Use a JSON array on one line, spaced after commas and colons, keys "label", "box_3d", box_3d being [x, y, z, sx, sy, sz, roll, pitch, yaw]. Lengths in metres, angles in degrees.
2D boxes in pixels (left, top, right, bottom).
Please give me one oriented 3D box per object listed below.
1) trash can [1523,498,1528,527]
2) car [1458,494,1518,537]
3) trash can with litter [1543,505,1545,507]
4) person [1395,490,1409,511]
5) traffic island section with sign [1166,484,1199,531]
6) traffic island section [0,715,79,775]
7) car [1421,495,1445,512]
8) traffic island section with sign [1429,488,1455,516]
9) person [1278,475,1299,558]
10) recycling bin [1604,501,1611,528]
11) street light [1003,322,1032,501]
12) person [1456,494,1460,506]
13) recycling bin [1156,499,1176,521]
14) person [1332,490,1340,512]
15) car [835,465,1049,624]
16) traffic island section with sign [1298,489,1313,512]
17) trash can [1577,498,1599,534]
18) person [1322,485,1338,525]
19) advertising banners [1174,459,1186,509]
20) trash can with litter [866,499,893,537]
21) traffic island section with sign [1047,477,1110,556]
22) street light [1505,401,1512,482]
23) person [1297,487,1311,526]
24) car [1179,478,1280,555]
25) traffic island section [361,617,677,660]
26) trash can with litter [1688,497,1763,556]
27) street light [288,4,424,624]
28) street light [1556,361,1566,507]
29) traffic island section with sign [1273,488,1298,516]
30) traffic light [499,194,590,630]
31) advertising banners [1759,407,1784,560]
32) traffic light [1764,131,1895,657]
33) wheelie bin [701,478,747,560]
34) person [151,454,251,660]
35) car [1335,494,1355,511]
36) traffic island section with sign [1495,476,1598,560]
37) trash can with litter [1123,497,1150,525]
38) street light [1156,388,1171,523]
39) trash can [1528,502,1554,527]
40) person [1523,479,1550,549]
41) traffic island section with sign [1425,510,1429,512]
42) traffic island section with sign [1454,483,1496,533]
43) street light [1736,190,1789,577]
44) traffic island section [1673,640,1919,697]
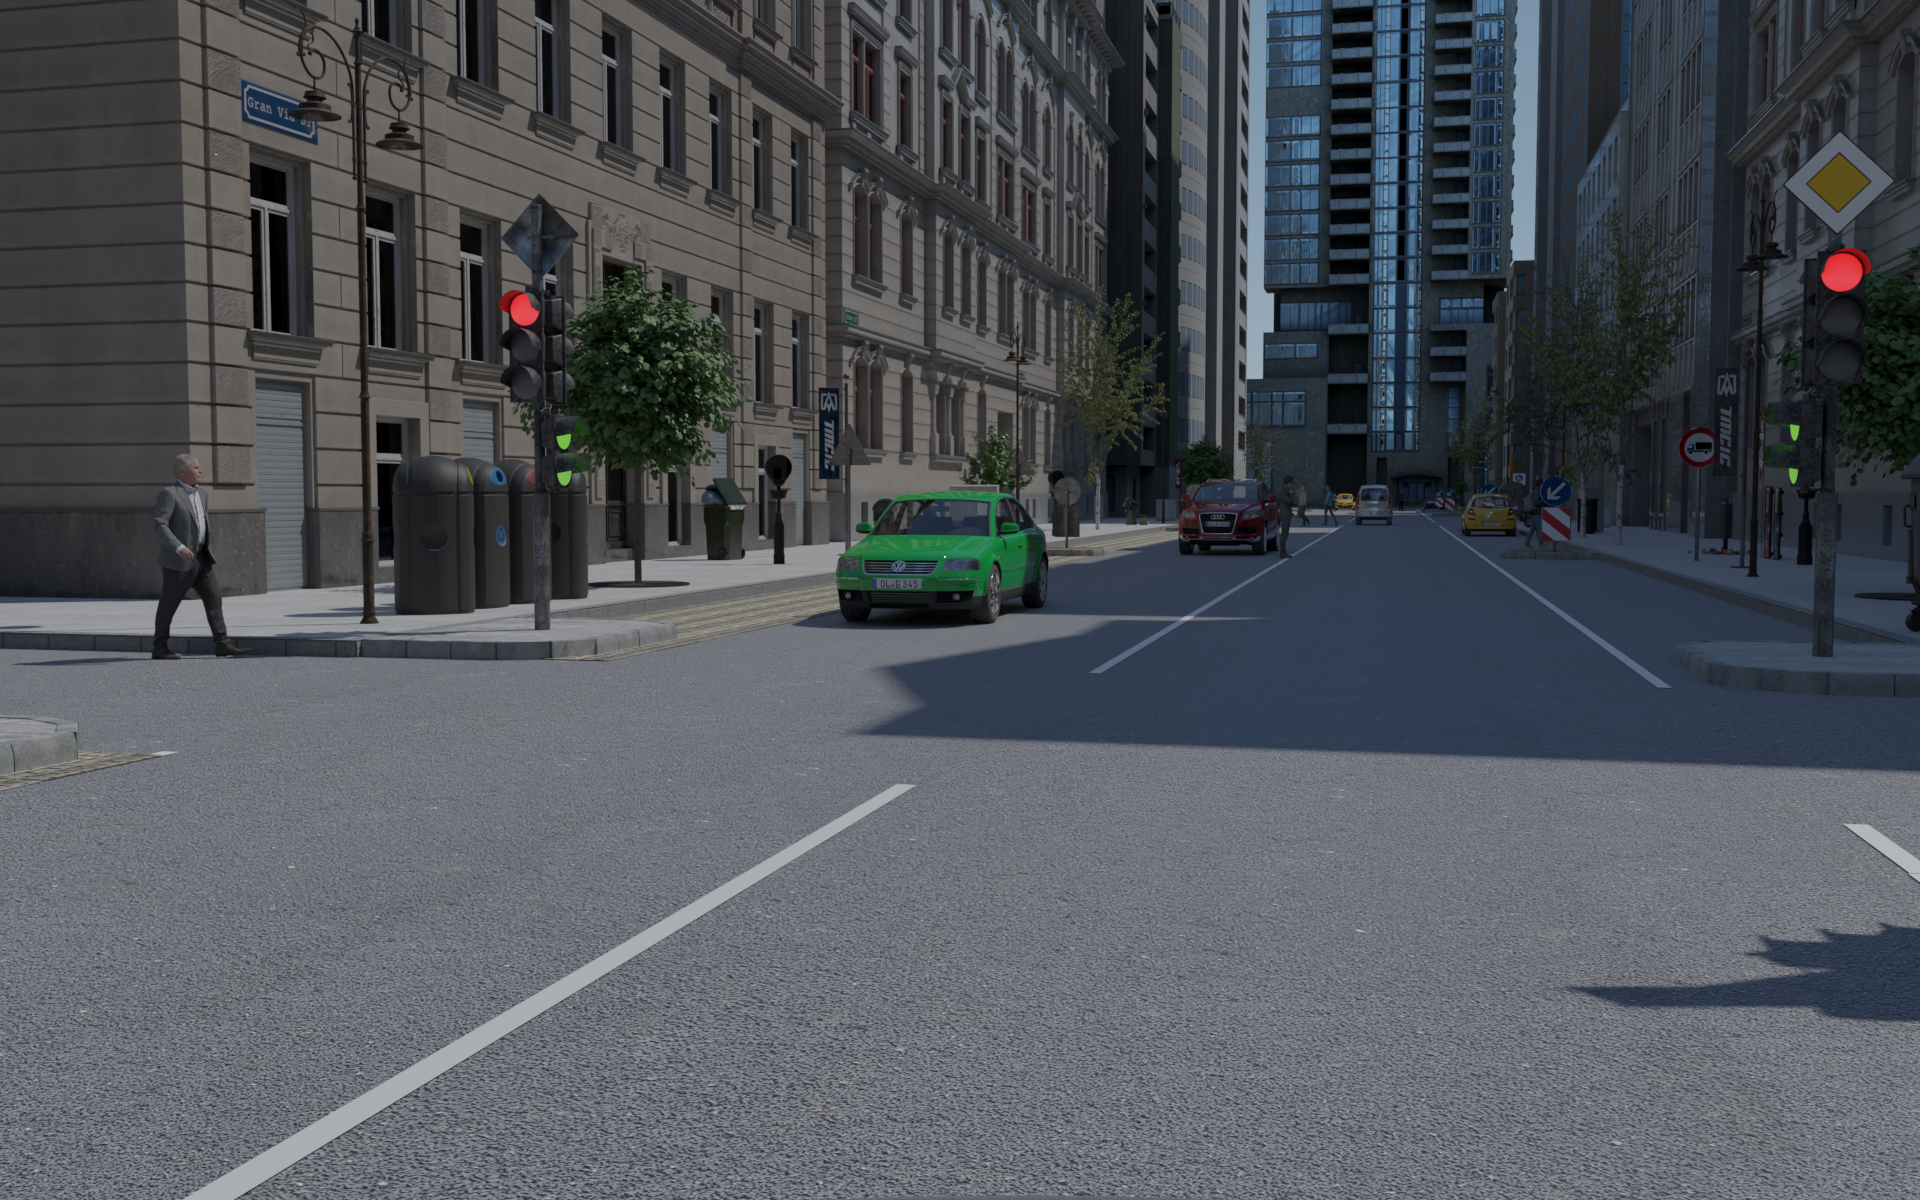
[{"label": "trash can", "box_3d": [22.014, -3.360, 66.590, 0.748, 1.137, 0.748, 0, 3, 0]}, {"label": "car", "box_3d": [18.266, -3.035, 59.847, 2.015, 1.641, 3.980, 1, 4, 14]}, {"label": "trash can with litter", "box_3d": [21.858, -3.235, 64.281, 1.055, 1.170, 0.624, 1, 4, 18]}, {"label": "person", "box_3d": [36.649, -8.266, 143.794, 1.348, 1.807, 0.705, -1, 4, -16]}, {"label": "traffic island section with sign", "box_3d": [9.048, -3.557, 66.781, 1.989, 1.847, 2.006, 1, 4, 14]}, {"label": "traffic island section", "box_3d": [-5.915, 0.834, 8.651, 2.009, 0.180, 2.903, 1, 4, 14]}, {"label": "car", "box_3d": [38.987, -7.957, 142.669, 1.945, 1.354, 3.894, 1, 4, 13]}, {"label": "traffic island section with sign", "box_3d": [31.692, -6.352, 112.490, 1.989, 1.847, 2.006, 1, 4, 14]}, {"label": "person", "box_3d": [7.341, -1.860, 38.714, 0.447, 1.846, 0.655, 1, 4, 12]}, {"label": "recycling bin", "box_3d": [24.597, -3.312, 66.713, 0.722, 1.027, 0.722, 0, 4, 4]}, {"label": "street light", "box_3d": [1.549, -4.515, 46.601, 0.468, 5.910, 1.993, 1, 4, 14]}, {"label": "person", "box_3d": [47.649, -9.421, 165.758, 0.421, 1.427, 0.697, 1, 4, 18]}, {"label": "recycling bin", "box_3d": [9.859, -4.297, 82.805, 0.722, 1.027, 0.722, -3, 5, -40]}, {"label": "person", "box_3d": [30.395, -8.049, 140.822, 0.721, 1.735, 1.217, -3, 4, -38]}, {"label": "car", "box_3d": [-0.121, -0.729, 20.708, 1.959, 1.807, 4.718, 1, 4, 14]}, {"label": "traffic island section with sign", "box_3d": [27.813, -8.124, 141.456, 1.989, 1.847, 2.006, 1, 4, 14]}, {"label": "trash can", "box_3d": [20.253, -2.706, 55.904, 0.748, 1.137, 0.748, 0, 3, 0]}, {"label": "person", "box_3d": [16.903, -4.333, 79.204, 0.748, 1.841, 0.638, 3, 5, 40]}, {"label": "advertising banners", "box_3d": [11.384, -5.507, 86.227, 2.074, 3.025, 0.090, -3, 4, -37]}, {"label": "trash can with litter", "box_3d": [-1.904, -1.904, 42.523, 0.624, 1.170, 1.055, 1, 4, 16]}, {"label": "traffic island section with sign", "box_3d": [2.477, -1.958, 40.636, 1.989, 1.847, 2.006, 1, 4, 14]}, {"label": "street light", "box_3d": [26.836, -6.853, 84.834, 0.468, 5.910, 1.993, 1, 4, 14]}, {"label": "person", "box_3d": [15.272, -4.156, 76.944, 0.515, 1.767, 0.782, 0, 4, -2]}, {"label": "car", "box_3d": [6.645, -2.063, 42.405, 2.281, 1.827, 5.304, 1, 4, 16]}, {"label": "traffic island section", "box_3d": [-3.968, 0.360, 16.396, 2.009, 0.180, 2.903, 1, 4, 14]}, {"label": "trash can with litter", "box_3d": [16.562, -1.602, 37.248, 1.678, 1.210, 2.233, 1, 4, 20]}, {"label": "street light", "box_3d": [-5.854, -2.703, 16.986, 0.468, 5.910, 1.993, 1, 4, 14]}, {"label": "street light", "box_3d": [19.447, -5.076, 55.781, 0.468, 5.910, 1.993, 1, 4, 14]}, {"label": "traffic island section with sign", "box_3d": [21.245, -6.525, 115.310, 1.989, 1.847, 2.006, 1, 4, 14]}, {"label": "traffic light", "box_3d": [-3.932, -1.672, 16.252, 0.839, 4.253, 0.868, 1, 4, 14]}, {"label": "advertising banners", "box_3d": [16.024, -2.330, 34.280, 0.090, 3.025, 2.074, 1, 4, 13]}, {"label": "traffic light", "box_3d": [6.801, -1.508, 13.580, 0.839, 4.253, 0.868, 1, 4, 14]}, {"label": "wheelie bin", "box_3d": [-4.628, -1.582, 33.771, 0.693, 1.594, 0.980, 2, 4, 28]}, {"label": "person", "box_3d": [-6.624, -0.374, 15.010, 0.834, 1.777, 0.661, 0, 4, 6]}, {"label": "car", "box_3d": [33.470, -8.579, 150.484, 2.015, 1.641, 3.980, 1, 4, 13]}, {"label": "traffic island section with sign", "box_3d": [13.154, -1.844, 38.771, 1.989, 1.847, 2.006, 1, 4, 14]}, {"label": "trash can with litter", "box_3d": [7.296, -3.680, 71.554, 1.055, 1.170, 0.624, 0, 4, -6]}, {"label": "street light", "box_3d": [8.914, -6.299, 75.775, 0.468, 5.910, 1.993, 1, 4, 14]}, {"label": "trash can", "box_3d": [20.453, -2.981, 60.387, 0.748, 1.137, 0.748, 0, 3, 0]}, {"label": "person", "box_3d": [15.014, -2.234, 45.017, 0.713, 1.824, 0.794, 2, 4, 30]}, {"label": "traffic island section with sign", "box_3d": [38.416, -7.987, 139.221, 1.989, 1.847, 2.006, 1, 4, 14]}, {"label": "traffic island section with sign", "box_3d": [19.888, -3.481, 65.537, 1.989, 1.847, 2.006, 1, 4, 14]}, {"label": "street light", "box_3d": [12.290, -3.295, 26.669, 0.468, 5.910, 1.993, 1, 4, 14]}, {"label": "traffic island section", "box_3d": [6.837, 0.526, 13.685, 2.009, 0.180, 2.903, 1, 4, 14]}]
